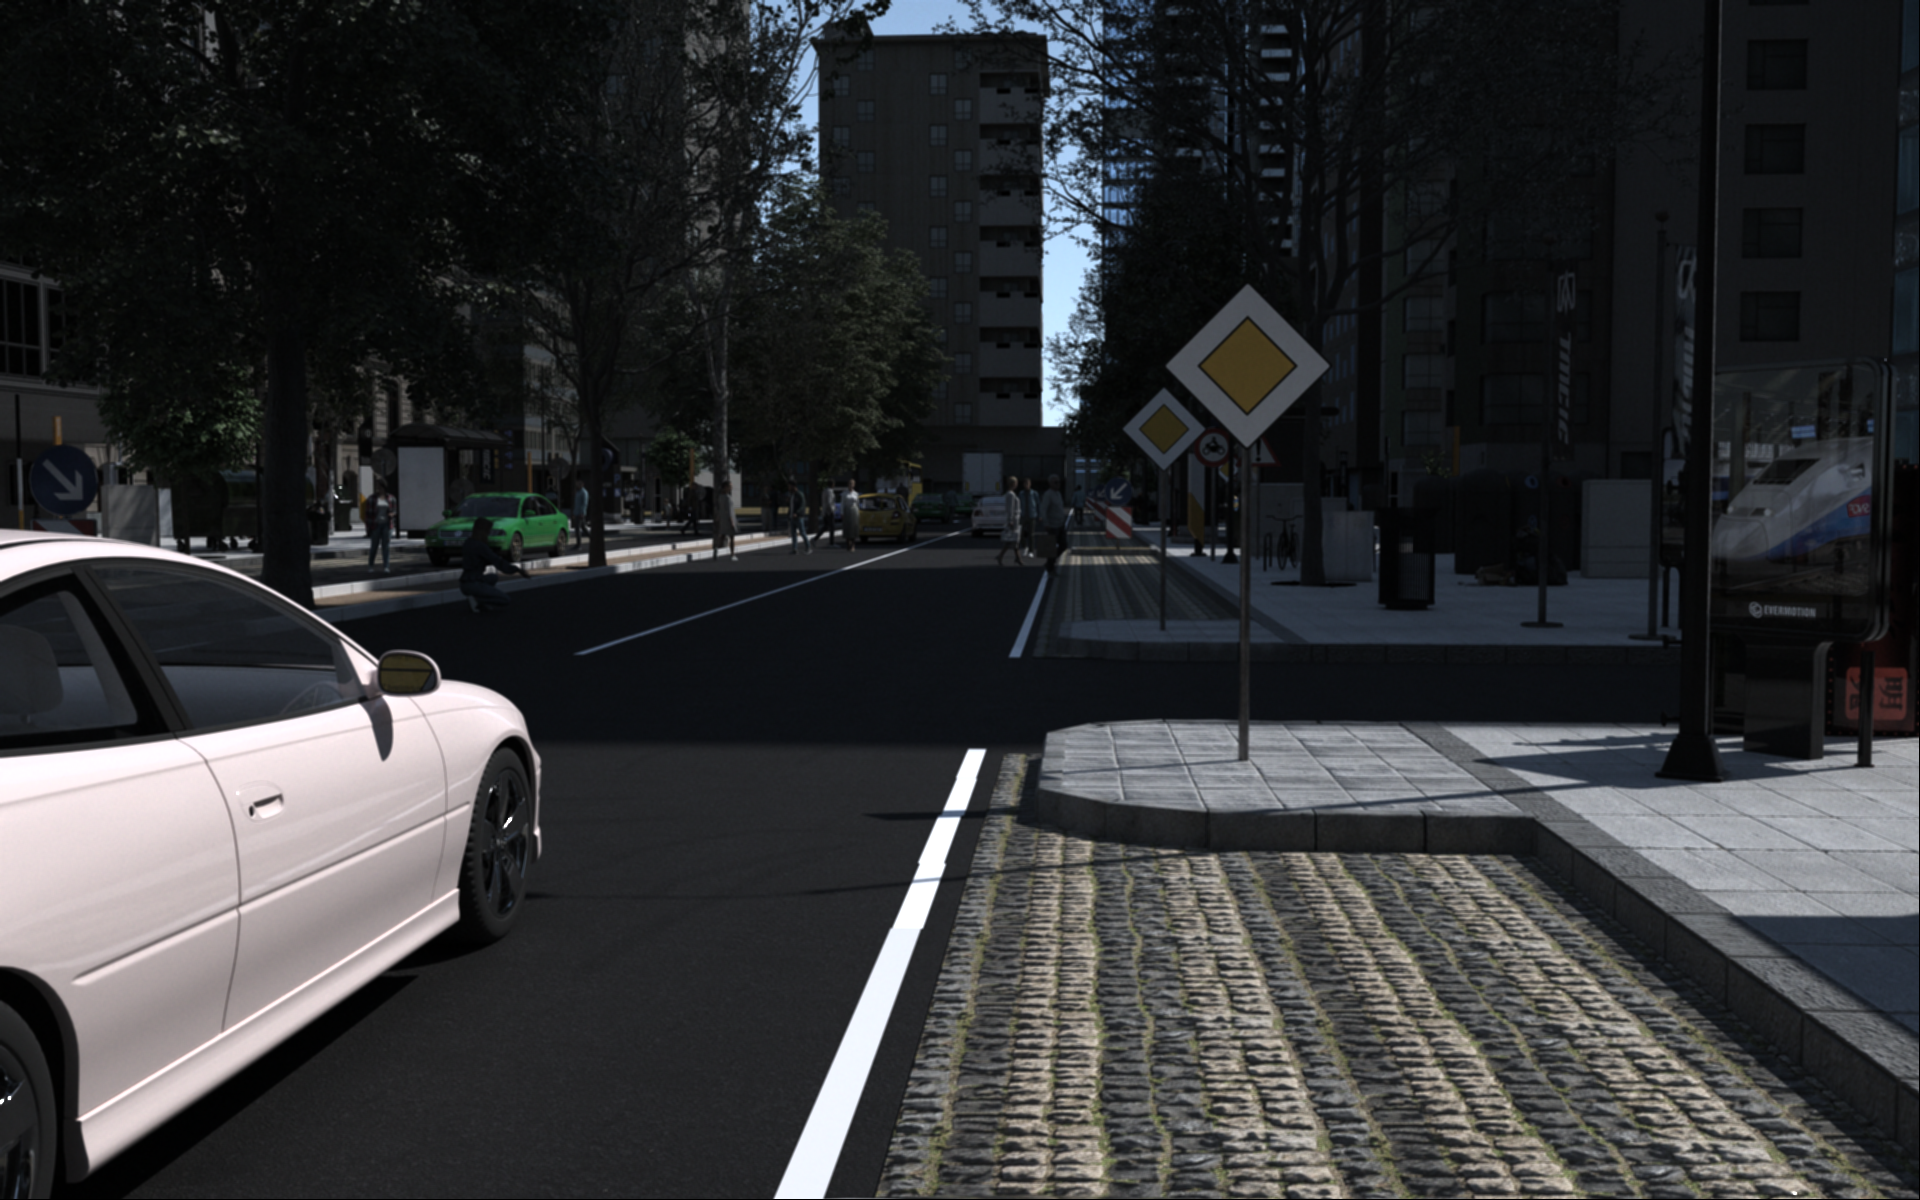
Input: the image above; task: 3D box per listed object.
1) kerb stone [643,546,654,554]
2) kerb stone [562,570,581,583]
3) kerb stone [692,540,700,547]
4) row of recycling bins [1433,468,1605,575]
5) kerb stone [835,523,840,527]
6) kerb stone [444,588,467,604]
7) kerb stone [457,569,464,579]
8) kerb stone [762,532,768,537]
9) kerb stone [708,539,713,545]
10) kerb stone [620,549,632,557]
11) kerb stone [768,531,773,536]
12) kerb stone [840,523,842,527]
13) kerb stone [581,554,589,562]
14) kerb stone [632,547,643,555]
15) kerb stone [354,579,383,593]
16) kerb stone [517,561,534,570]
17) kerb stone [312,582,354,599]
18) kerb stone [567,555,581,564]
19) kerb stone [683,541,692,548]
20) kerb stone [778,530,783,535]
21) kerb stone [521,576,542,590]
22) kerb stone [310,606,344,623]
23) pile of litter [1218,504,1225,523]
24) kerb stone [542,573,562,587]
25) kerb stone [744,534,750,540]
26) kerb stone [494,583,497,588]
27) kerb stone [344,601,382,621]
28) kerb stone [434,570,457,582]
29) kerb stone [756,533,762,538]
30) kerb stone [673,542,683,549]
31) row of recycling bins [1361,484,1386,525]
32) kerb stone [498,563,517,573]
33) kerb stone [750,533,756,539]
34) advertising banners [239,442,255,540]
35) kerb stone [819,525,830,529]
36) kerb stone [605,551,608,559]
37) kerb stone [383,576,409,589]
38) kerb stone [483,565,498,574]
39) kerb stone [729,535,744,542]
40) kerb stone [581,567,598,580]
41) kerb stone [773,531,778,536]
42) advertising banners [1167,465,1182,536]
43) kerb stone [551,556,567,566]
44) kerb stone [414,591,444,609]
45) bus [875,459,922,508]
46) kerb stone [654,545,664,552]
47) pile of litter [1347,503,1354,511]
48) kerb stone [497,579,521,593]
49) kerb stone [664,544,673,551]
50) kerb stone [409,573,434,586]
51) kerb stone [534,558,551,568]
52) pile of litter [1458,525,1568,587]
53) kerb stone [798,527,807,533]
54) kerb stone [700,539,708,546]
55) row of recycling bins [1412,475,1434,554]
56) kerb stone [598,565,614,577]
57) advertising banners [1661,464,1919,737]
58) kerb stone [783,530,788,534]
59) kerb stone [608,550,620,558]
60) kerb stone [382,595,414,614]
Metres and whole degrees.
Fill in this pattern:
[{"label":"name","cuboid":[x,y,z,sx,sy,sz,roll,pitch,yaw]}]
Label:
[{"label":"kerb stone","cuboid":[-7.608,-1.191,41.686,0.120,0.150,1.000,0,4,4]},{"label":"kerb stone","cuboid":[-6.424,-0.368,28.204,0.120,0.150,1.000,0,4,4]},{"label":"kerb stone","cuboid":[-7.271,-1.499,46.806,0.120,0.150,1.000,0,4,4]},{"label":"row of recycling bins","cuboid":[9.419,-1.315,28.621,3.534,1.692,1.069,-3,4,-37]},{"label":"kerb stone","cuboid":[-5.377,-3.193,74.394,0.120,0.150,1.000,0,4,4]},{"label":"kerb stone","cuboid":[-6.774,-0.055,23.096,0.120,0.150,1.000,0,4,4]},{"label":"kerb stone","cuboid":[-8.447,-0.441,29.405,0.120,0.150,1.000,0,4,4]},{"label":"kerb stone","cuboid":[-6.564,-2.130,57.013,0.120,0.150,1.000,0,4,4]},{"label":"kerb stone","cuboid":[-7.128,-1.626,48.846,0.120,0.150,1.000,0,4,4]},{"label":"kerb stone","cuboid":[-7.756,-1.067,39.637,0.120,0.150,1.000,0,4,4]},{"label":"kerb stone","cuboid":[-6.496,-2.192,58.034,0.120,0.150,1.000,0,4,4]},{"label":"kerb stone","cuboid":[-5.310,-3.253,75.414,0.120,0.150,1.000,0,4,4]},{"label":"kerb stone","cuboid":[-7.964,-0.879,36.571,0.120,0.150,1.000,0,4,4]},{"label":"kerb stone","cuboid":[-7.679,-1.129,40.657,0.120,0.150,1.000,0,4,4]},{"label":"kerb stone","cuboid":[-8.729,-0.191,25.311,0.120,0.150,1.000,0,4,4]},{"label":"kerb stone","cuboid":[-8.248,-0.620,32.476,0.120,0.150,1.000,0,4,4]},{"label":"kerb stone","cuboid":[-8.798,-0.128,24.288,0.120,0.150,1.000,0,4,4]},{"label":"kerb stone","cuboid":[-8.036,-0.816,35.548,0.120,0.150,1.000,0,4,4]},{"label":"kerb stone","cuboid":[-7.332,-1.438,45.775,0.120,0.150,1.000,0,4,4]},{"label":"kerb stone","cuboid":[-6.360,-2.315,60.083,0.120,0.150,1.000,0,4,4]},{"label":"kerb stone","cuboid":[-6.568,-0.240,26.162,0.120,0.150,1.000,0,4,4]},{"label":"kerb stone","cuboid":[-7.059,0.195,19.004,0.120,0.150,1.000,0,4,4]},{"label":"pile of litter","cuboid":[11.538,-3.819,76.404,1.719,0.858,1.176,1,4,16]},{"label":"kerb stone","cuboid":[-6.495,-0.305,27.181,0.120,0.150,1.000,0,4,4]},{"label":"kerb stone","cuboid":[-6.780,-1.942,53.949,0.120,0.150,1.000,0,4,4]},{"label":"kerb stone","cuboid":[-6.712,-0.116,24.116,0.120,0.150,1.000,0,4,4]},{"label":"kerb stone","cuboid":[-6.977,0.133,20.024,0.120,0.150,1.000,0,4,4]},{"label":"kerb stone","cuboid":[-8.523,-0.378,28.381,0.120,0.150,1.000,0,4,4]},{"label":"kerb stone","cuboid":[-6.636,-2.067,55.988,0.120,0.150,1.000,0,4,4]},{"label":"kerb stone","cuboid":[-7.405,-1.380,44.750,0.120,0.150,1.000,0,4,4]},{"label":"row of recycling bins","cuboid":[17.510,-4.008,72.650,1.069,1.692,3.534,1,4,21]},{"label":"kerb stone","cuboid":[-8.311,-0.566,31.455,0.120,0.150,1.000,0,4,4]},{"label":"kerb stone","cuboid":[-6.705,-2.004,54.968,0.120,0.150,1.000,0,4,4]},{"label":"advertising banners","cuboid":[-20.282,-3.253,49.381,0.090,3.025,2.074,-1,4,-8]},{"label":"kerb stone","cuboid":[-5.590,-3.003,71.316,0.120,0.150,1.000,0,4,4]},{"label":"kerb stone","cuboid":[-7.900,-0.942,37.598,0.120,0.150,1.000,0,4,4]},{"label":"kerb stone","cuboid":[-8.665,-0.248,26.333,0.120,0.150,1.000,0,4,4]},{"label":"kerb stone","cuboid":[-8.381,-0.504,30.429,0.120,0.150,1.000,0,4,4]},{"label":"kerb stone","cuboid":[-6.847,-1.880,52.929,0.120,0.150,1.000,0,4,4]},{"label":"kerb stone","cuboid":[-6.354,-0.430,29.232,0.120,0.150,1.000,0,4,4]},{"label":"kerb stone","cuboid":[-6.422,-2.255,59.062,0.120,0.150,1.000,0,4,4]},{"label":"advertising banners","cuboid":[6.110,-3.233,49.046,0.090,3.025,2.074,0,4,-6]},{"label":"kerb stone","cuboid":[-8.096,-0.754,34.528,0.120,0.150,1.000,0,4,4]},{"label":"kerb stone","cuboid":[-6.846,0.008,22.071,0.120,0.150,1.000,0,4,4]},{"label":"bus","cuboid":[-4.288,-7.876,120.318,2.896,3.916,12.252,0,4,3]},{"label":"kerb stone","cuboid":[-7.547,-1.255,42.707,0.120,0.150,1.000,0,4,4]},{"label":"pile of litter","cuboid":[18.986,-4.376,85.512,1.719,0.858,1.176,-3,5,-42]},{"label":"kerb stone","cuboid":[-6.633,-0.179,25.140,0.120,0.150,1.000,0,4,4]},{"label":"kerb stone","cuboid":[-7.475,-1.315,43.728,0.120,0.150,1.000,0,4,4]},{"label":"kerb stone","cuboid":[-8.589,-0.316,27.354,0.120,0.150,1.000,0,4,4]},{"label":"kerb stone","cuboid":[-8.172,-0.691,33.500,0.120,0.150,1.000,0,4,4]},{"label":"pile of litter","cuboid":[7.835,-0.644,24.487,1.719,0.858,1.176,0,4,-3]},{"label":"kerb stone","cuboid":[-6.010,-2.629,65.187,0.120,0.150,1.000,0,4,4]},{"label":"kerb stone","cuboid":[-7.195,-1.567,47.825,0.120,0.150,1.000,0,4,4]},{"label":"row of recycling bins","cuboid":[11.350,-1.912,38.367,3.534,1.692,1.069,-3,4,-38]},{"label":"kerb stone","cuboid":[-6.289,-0.493,30.257,0.120,0.150,1.000,0,4,4]},{"label":"advertising banners","cuboid":[4.798,-0.789,9.085,2.074,3.025,0.090,0,4,6]},{"label":"kerb stone","cuboid":[-6.290,-2.378,61.103,0.120,0.150,1.000,0,4,4]},{"label":"kerb stone","cuboid":[-7.820,-1.004,38.617,0.120,0.150,1.000,0,4,4]},{"label":"kerb stone","cuboid":[-6.918,0.074,21.051,0.120,0.150,1.000,0,4,4]}]
